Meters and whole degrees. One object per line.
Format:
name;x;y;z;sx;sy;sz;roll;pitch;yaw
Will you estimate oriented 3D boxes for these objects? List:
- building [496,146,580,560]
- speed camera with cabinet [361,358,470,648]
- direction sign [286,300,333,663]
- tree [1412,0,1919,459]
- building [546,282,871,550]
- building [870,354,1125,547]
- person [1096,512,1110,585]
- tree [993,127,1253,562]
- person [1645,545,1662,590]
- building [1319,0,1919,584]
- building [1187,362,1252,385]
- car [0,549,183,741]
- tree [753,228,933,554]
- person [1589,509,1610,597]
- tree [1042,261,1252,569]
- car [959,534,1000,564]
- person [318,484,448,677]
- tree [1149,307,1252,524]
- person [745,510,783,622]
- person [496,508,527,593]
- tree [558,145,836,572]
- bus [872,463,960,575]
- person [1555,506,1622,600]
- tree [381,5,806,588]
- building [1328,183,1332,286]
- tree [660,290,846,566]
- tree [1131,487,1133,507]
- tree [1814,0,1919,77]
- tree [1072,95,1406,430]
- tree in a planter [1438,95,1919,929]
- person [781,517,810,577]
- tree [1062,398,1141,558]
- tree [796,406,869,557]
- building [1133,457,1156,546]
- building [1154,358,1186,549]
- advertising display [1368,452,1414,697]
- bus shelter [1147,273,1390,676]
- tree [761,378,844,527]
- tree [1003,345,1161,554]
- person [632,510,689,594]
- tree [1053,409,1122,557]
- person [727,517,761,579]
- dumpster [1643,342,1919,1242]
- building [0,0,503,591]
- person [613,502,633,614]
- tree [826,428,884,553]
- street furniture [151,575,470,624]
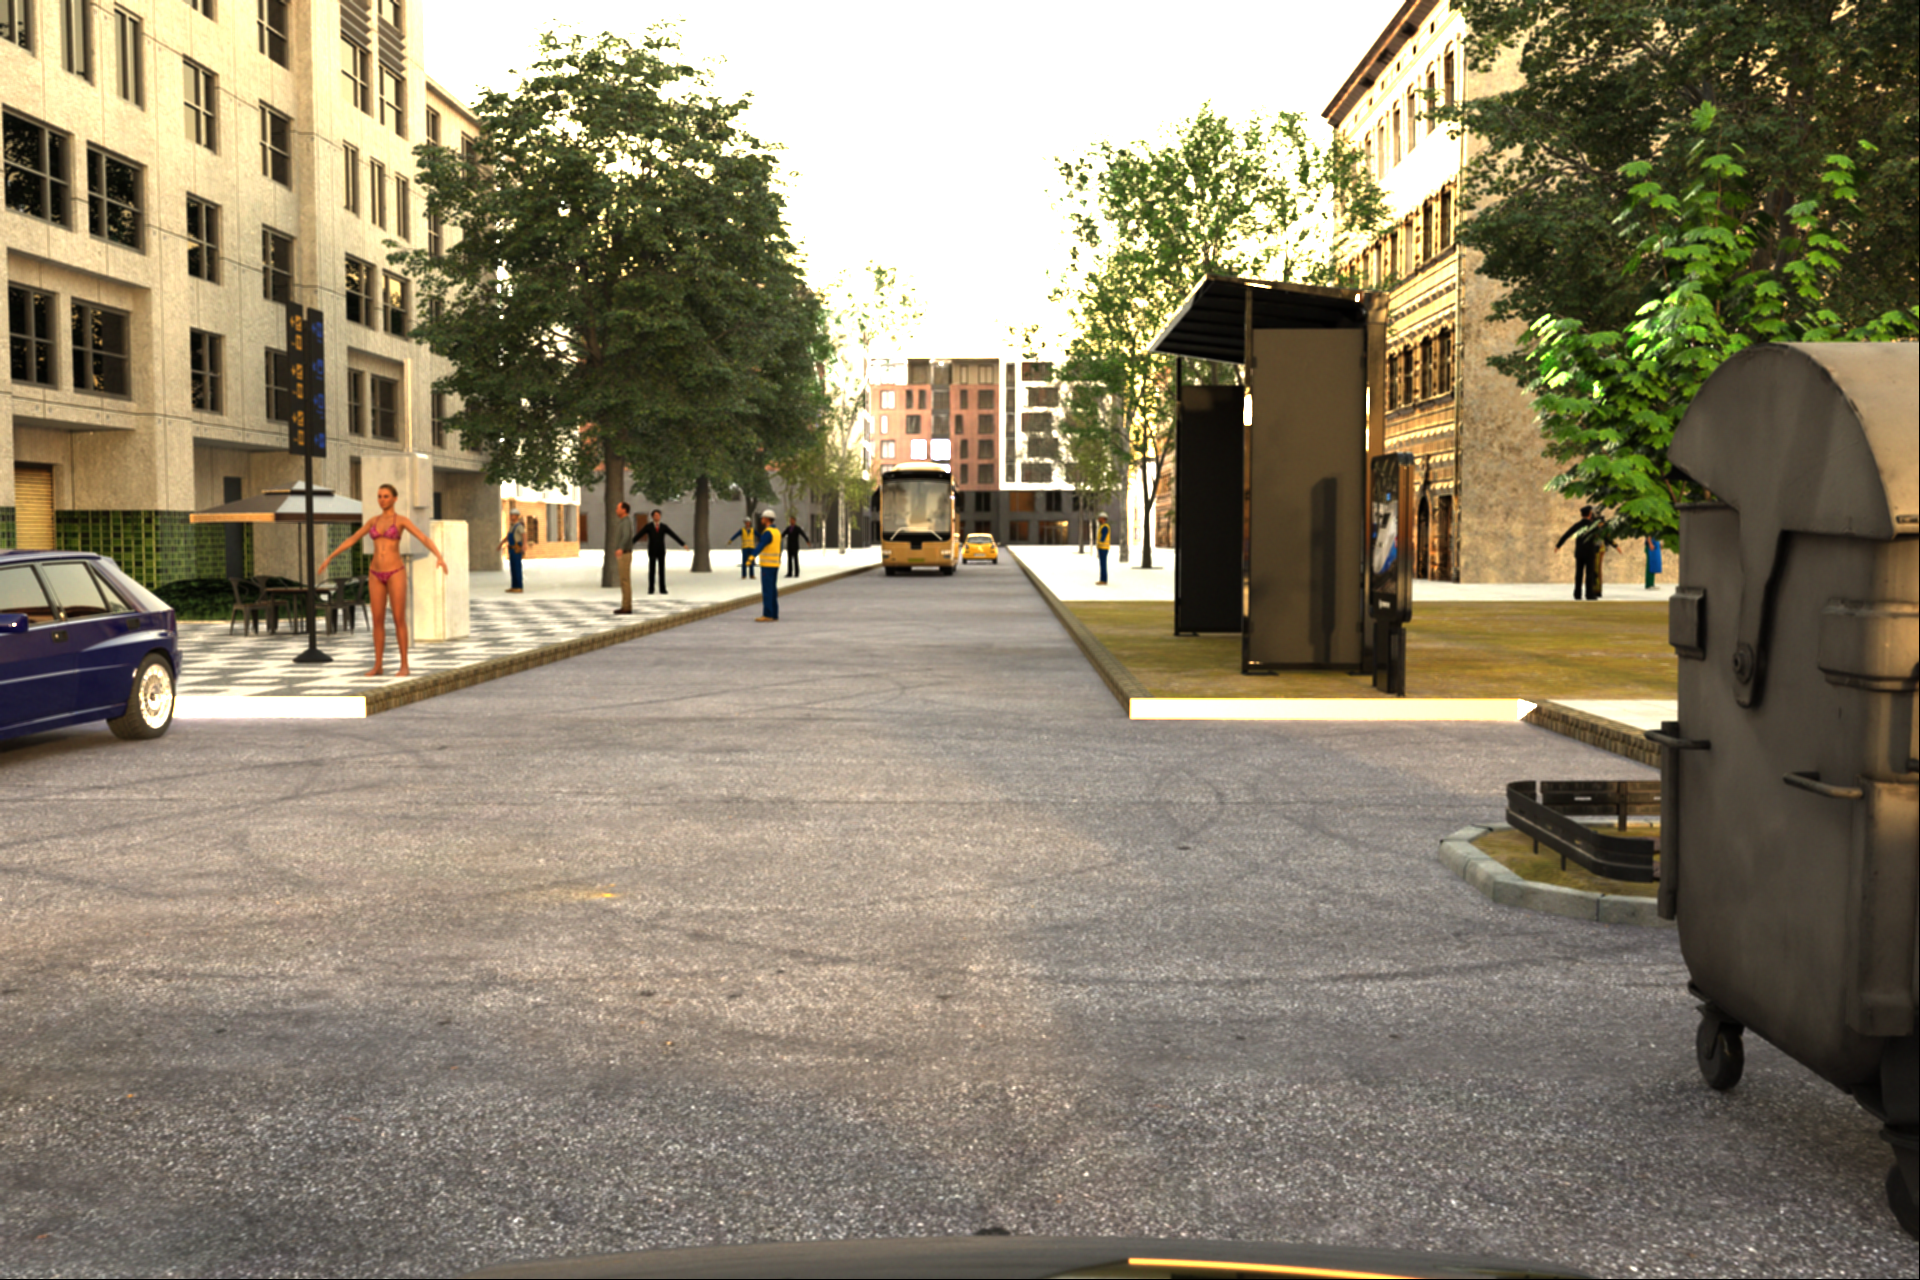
building;-26.892;-14.037;85.930;16.016;20.090;11.380;0;4;1
speed camera with cabinet;-6.373;-1.589;20.316;0.660;3.252;2.038;0;4;2
direction sign;-6.508;-1.548;17.311;0.379;3.537;0.876;0;4;1
tree;12.210;-7.328;26.464;9.857;13.997;8.962;0;3;0
building;-22.836;-19.100;156.262;27.936;21.610;32.646;0;4;0
building;2.870;-22.184;209.138;32.646;21.610;27.936;0;4;2
person;3.602;-2.325;43.986;0.705;1.833;1.349;0;4;4
tree;7.890;-13.676;79.494;12.611;20.169;13.585;0;3;0
person;15.958;-2.063;39.863;0.704;1.817;1.347;2;4;30
building;22.375;-13.585;53.052;19.493;23.208;18.063;0;4;2
building;24.253;-17.723;146.184;16.016;20.090;11.380;0;4;1
car;-6.512;0.106;10.846;1.945;1.354;3.894;0;4;2
tree;-8.799;-15.479;108.965;12.611;20.169;13.585;0;3;0
person;12.939;-1.806;35.296;0.705;1.858;1.354;1;4;11
tree;7.100;-8.460;64.078;9.928;11.665;9.643;0;3;0
car;0.961;-4.535;84.379;2.015;1.641;3.980;0;4;0
person;-5.193;-0.540;15.629;1.217;1.733;0.721;0;4;7
tree;7.472;-6.284;53.108;4.737;8.622;4.395;0;3;0
person;-3.166;-1.226;28.469;0.705;1.833;1.349;1;4;16
person;-9.787;-1.968;38.037;0.705;1.847;1.347;-3;5;-39
tree;-8.758;-9.275;58.302;9.857;13.997;8.962;0;3;0
bus;-1.369;-4.399;63.473;2.896;3.916;12.252;0;4;1
person;12.200;-1.702;33.760;1.347;1.837;0.705;3;5;44
tree;-8.452;-8.247;41.492;9.857;13.997;8.962;0;3;0
building;24.366;-14.269;89.725;16.016;20.090;11.380;0;4;1
tree;-8.351;-8.781;69.325;9.928;11.665;9.643;0;3;0
tree;22.502;-15.692;206.921;4.737;8.622;4.395;0;3;0
tree;9.668;-4.681;10.943;7.601;10.594;8.767;-2;4;-34
tree;6.442;-7.004;40.266;9.928;11.665;9.643;0;3;0
tree in a planter;3.083;-0.604;7.097;1.991;3.239;1.994;0;4;2
person;-4.982;-2.766;51.453;1.346;1.802;0.704;2;4;28
tree;7.554;-8.659;91.939;4.737;8.622;4.395;0;3;0
tree;-7.840;-8.965;96.944;4.360;8.622;3.978;0;3;0
building;24.142;-15.000;187.395;9.099;9.664;28.070;0;4;2
building;28.192;-20.165;160.626;19.493;23.208;18.063;0;4;2
advertising display;3.485;-0.540;14.035;0.123;1.923;0.974;0;4;0
bus shelter;3.144;-1.679;18.742;1.731;3.624;6.357;0;4;1
tree;-7.499;-7.847;78.654;4.737;8.622;4.395;0;3;0
tree;7.938;-12.298;111.441;12.009;13.543;11.850;0;3;0
person;-6.493;-1.892;37.117;1.347;1.806;0.705;-1;4;-20
tree;7.511;-9.010;97.678;4.360;8.622;3.978;0;3;0
person;-6.057;-2.636;49.562;1.216;1.772;0.721;-1;4;-18
dumpster;2.666;0.262;3.930;1.865;1.857;1.264;0;4;1
building;-24.558;-10.858;43.986;16.747;18.905;31.486;0;4;1
person;-5.422;-1.320;27.846;0.705;1.796;1.348;-1;4;-12
tree;-7.421;-10.360;119.746;4.737;8.622;4.395;0;3;0
street furniture;-11.349;-0.870;29.846;5.734;0.657;10.072;-1;4;-18
